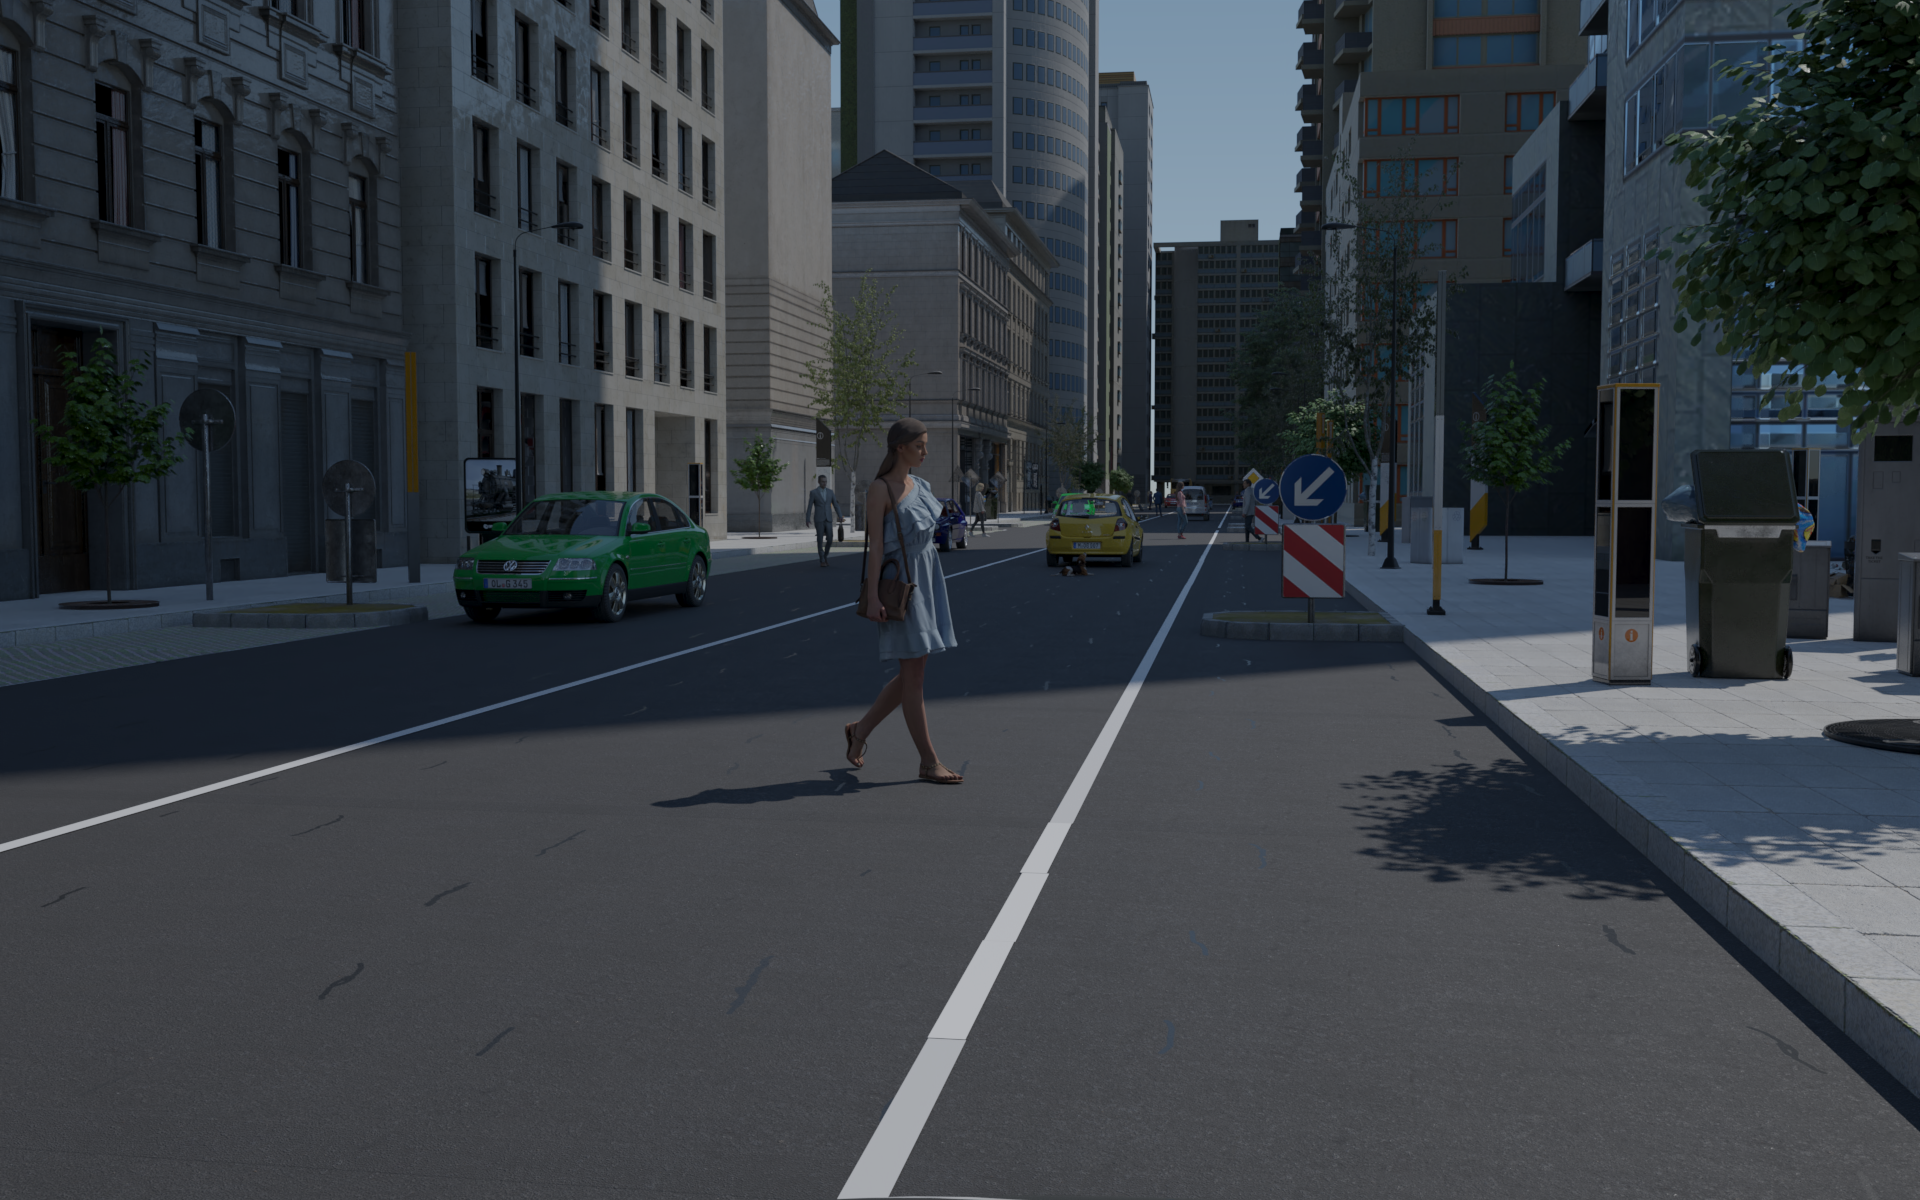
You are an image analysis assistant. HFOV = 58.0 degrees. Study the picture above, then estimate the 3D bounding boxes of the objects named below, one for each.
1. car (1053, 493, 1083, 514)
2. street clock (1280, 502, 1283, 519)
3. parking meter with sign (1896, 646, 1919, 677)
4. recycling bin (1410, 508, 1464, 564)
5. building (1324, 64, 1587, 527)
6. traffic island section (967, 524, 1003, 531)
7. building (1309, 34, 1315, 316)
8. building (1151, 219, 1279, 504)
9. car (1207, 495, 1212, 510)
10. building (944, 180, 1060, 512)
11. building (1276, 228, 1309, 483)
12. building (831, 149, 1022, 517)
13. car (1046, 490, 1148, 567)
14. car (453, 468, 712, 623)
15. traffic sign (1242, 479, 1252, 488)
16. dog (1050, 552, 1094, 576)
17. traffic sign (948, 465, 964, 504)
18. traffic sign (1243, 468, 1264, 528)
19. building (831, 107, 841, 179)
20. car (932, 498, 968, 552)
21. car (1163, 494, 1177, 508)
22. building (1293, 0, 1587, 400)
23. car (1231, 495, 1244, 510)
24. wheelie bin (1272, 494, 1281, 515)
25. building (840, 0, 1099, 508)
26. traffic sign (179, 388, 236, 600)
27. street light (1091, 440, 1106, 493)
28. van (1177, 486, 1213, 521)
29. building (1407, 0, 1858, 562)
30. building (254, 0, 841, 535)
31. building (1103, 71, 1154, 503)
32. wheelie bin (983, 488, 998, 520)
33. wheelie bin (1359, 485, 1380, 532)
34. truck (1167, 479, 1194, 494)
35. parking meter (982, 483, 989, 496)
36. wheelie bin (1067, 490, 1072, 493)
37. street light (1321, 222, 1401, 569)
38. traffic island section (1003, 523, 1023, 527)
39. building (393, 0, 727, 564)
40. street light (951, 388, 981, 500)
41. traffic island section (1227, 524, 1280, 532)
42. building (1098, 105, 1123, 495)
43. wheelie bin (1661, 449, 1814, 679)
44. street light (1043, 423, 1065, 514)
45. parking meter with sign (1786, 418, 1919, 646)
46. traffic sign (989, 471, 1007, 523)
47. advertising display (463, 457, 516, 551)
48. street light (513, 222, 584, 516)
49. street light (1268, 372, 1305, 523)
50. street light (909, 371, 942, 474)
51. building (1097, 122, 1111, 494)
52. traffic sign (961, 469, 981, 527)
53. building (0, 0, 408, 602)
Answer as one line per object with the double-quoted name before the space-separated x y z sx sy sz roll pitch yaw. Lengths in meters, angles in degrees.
"car" 5.332 -4.395 80.650 1.959 1.807 4.718 0 4 7
"street clock" 16.578 -5.155 88.857 0.358 2.002 0.471 3 5 43
"parking meter with sign" 7.532 -0.962 11.996 1.738 3.016 0.543 1 4 13
"recycling bin" 8.814 -1.190 32.012 0.722 1.027 0.722 -1 4 -15
"building" 32.818 -14.532 82.636 28.899 21.520 27.650 1 4 9
"traffic island section" 0.390 -2.802 68.091 2.009 0.180 2.903 1 4 9
"building" 42.626 -44.646 168.208 20.563 71.187 20.611 1 4 9
"building" 39.779 -34.022 248.141 23.993 40.220 32.217 1 4 9
"car" 22.327 -9.025 159.554 2.014 1.417 4.499 1 4 10
"building" -1.805 -18.394 134.021 16.112 22.955 30.059 1 4 9
"building" 41.563 -25.477 188.243 14.160 30.474 14.107 1 4 9
"building" -4.221 -15.163 98.821 10.553 20.767 40.483 1 4 9
"car" 2.803 -1.543 35.458 2.015 1.641 3.980 1 4 10
"car" -4.422 -0.735 20.815 1.959 1.807 4.718 1 4 10
"traffic sign" 12.480 -4.313 74.167 0.795 2.450 0.064 1 4 9
"dog" 1.966 -0.625 30.413 0.748 0.427 0.550 1 4 12
"traffic sign" -0.102 -4.737 77.452 0.884 2.594 0.081 1 4 14
"traffic sign" 11.218 -3.831 66.282 0.795 2.450 0.064 1 4 9
"building" -16.911 -36.598 217.982 30.456 49.044 23.786 1 4 9
"car" -0.881 -1.942 44.329 1.945 1.354 3.894 1 4 9
"car" 22.102 -10.416 179.342 2.155 1.783 4.494 0 4 7
"building" 34.953 -28.582 121.938 22.147 44.769 28.867 1 4 9
"car" 25.847 -8.959 159.055 1.945 1.354 3.894 0 4 7
"wheelie bin" 19.877 -6.160 108.626 0.693 1.594 0.980 1 4 22
"building" 1.574 -38.130 165.424 21.231 58.520 28.212 1 4 9
"traffic sign" -9.067 -1.269 20.855 0.768 2.556 0.104 1 4 12
"street light" 11.831 -10.773 148.681 1.470 5.913 1.316 1 4 9
"van" 12.663 -5.310 93.826 2.013 2.044 4.112 1 4 10
"building" 25.022 -44.738 44.131 22.319 86.520 31.000 1 4 9
"building" -14.337 -13.095 63.260 18.267 20.994 9.793 1 4 9
"building" 13.084 -43.093 246.573 28.212 58.520 21.231 1 4 9
"wheelie bin" 1.562 -4.842 87.081 0.693 1.594 0.980 3 4 37
"wheelie bin" 13.999 -3.108 58.719 0.980 1.594 0.693 0 4 1
"truck" 28.188 -13.755 220.825 3.469 3.379 9.791 1 4 9
"parking meter" 1.341 -5.265 91.786 0.255 1.863 0.399 2 4 35
"wheelie bin" 7.929 -7.261 126.630 0.693 1.594 0.980 1 4 20
"street light" 6.874 -3.497 29.713 1.470 5.913 1.316 1 4 9
"traffic island section" 1.652 -3.284 75.976 2.009 0.180 2.903 1 4 9
"building" -12.943 -11.342 40.201 10.420 20.320 16.860 1 4 9
"street light" 0.209 -6.325 75.962 1.470 5.913 1.316 1 4 9
"traffic island section" 11.243 -2.696 66.356 2.009 0.180 2.903 1 4 9
"building" 8.900 -36.139 214.579 21.600 48.544 21.300 1 4 9
"wheelie bin" 5.451 -0.264 12.224 0.980 1.594 0.693 1 4 11
"street light" 6.159 -8.575 112.747 1.470 5.913 1.316 1 4 9
"parking meter with sign" 8.164 -1.149 15.050 1.738 3.016 0.543 2 4 26
"traffic sign" 1.676 -4.420 75.911 0.795 2.450 0.064 1 4 9
"advertising display" -8.261 -1.554 30.625 0.974 1.923 0.123 -1 4 -17
"street light" -7.105 -3.500 29.768 1.470 5.913 1.316 1 4 9
"street light" 12.557 -5.717 66.020 1.470 5.913 1.316 1 4 9
"street light" -1.364 -5.697 65.692 1.470 5.913 1.316 1 4 9
"building" 8.613 -30.741 186.213 14.154 41.232 14.086 1 4 9
"traffic sign" 0.414 -3.938 68.025 0.795 2.450 0.064 1 4 9
"building" -15.805 -10.587 22.243 9.793 20.994 18.267 1 4 9
